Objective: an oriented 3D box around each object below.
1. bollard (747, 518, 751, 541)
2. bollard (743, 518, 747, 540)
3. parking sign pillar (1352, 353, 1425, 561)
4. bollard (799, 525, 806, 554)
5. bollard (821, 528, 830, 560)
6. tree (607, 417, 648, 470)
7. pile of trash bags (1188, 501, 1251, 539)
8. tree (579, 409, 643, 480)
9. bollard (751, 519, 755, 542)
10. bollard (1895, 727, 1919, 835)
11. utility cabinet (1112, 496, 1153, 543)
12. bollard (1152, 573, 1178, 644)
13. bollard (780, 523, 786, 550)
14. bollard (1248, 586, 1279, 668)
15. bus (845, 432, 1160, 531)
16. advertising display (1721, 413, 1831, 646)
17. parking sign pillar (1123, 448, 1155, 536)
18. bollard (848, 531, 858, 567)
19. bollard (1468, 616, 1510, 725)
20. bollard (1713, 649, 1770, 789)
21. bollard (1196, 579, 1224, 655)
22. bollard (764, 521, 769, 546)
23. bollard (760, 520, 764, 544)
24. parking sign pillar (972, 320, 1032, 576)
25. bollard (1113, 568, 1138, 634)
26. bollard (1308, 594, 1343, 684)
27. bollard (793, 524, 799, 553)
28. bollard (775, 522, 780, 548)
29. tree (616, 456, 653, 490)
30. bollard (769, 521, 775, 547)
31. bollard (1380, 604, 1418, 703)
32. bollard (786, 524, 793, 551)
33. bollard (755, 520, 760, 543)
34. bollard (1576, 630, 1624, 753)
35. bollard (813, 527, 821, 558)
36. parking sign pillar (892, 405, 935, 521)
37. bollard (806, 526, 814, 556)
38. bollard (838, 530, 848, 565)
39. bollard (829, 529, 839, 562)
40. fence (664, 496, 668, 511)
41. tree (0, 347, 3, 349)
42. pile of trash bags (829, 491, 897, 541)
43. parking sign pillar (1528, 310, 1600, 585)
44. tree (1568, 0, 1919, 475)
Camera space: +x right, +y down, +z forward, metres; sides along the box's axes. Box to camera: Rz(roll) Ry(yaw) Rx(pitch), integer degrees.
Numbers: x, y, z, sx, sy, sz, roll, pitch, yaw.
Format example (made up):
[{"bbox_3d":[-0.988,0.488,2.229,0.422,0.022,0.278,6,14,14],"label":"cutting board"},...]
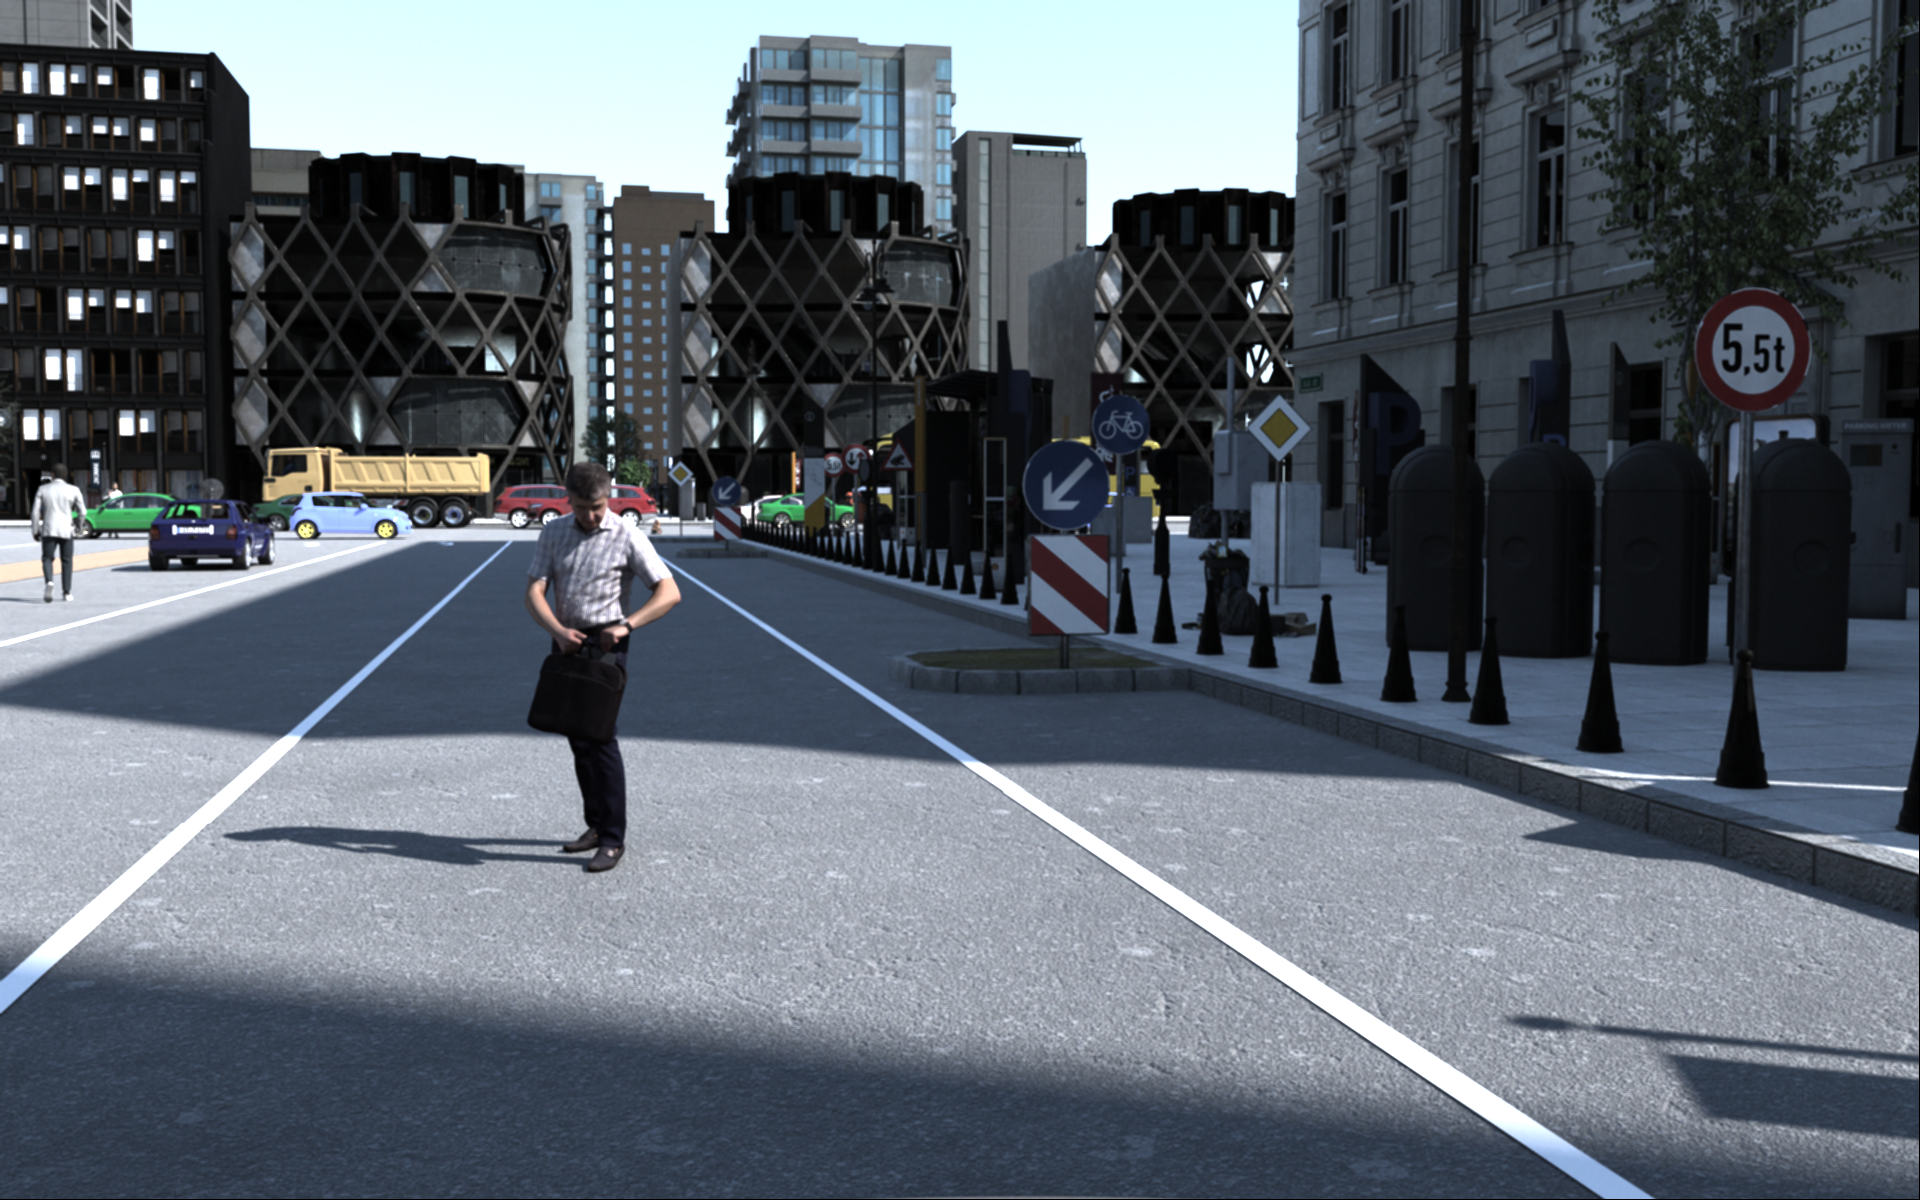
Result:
[{"bbox_3d":[-5.627,-1.910,47.273,0.229,0.601,0.229,0,3,0],"label":"bollard"},{"bbox_3d":[-5.865,-1.974,48.314,0.229,0.601,0.229,0,3,0],"label":"bollard"},{"bbox_3d":[8.352,-2.752,33.475,1.447,3.967,1.447,-2,4,-28],"label":"parking sign pillar"},{"bbox_3d":[-3.245,-1.273,36.854,0.229,0.601,0.229,0,3,0],"label":"bollard"},{"bbox_3d":[-2.527,-1.081,33.715,0.229,0.601,0.229,0,3,0],"label":"bollard"},{"bbox_3d":[-31.730,-13.173,165.746,4.360,8.622,3.978,0,3,0],"label":"tree"},{"bbox_3d":[8.370,-2.483,50.344,3.447,1.369,1.912,0,4,7],"label":"pile of trash bags"},{"bbox_3d":[-42.101,-17.326,209.037,9.928,11.665,9.643,0,3,0],"label":"tree"},{"bbox_3d":[-5.386,-1.847,46.232,0.229,0.601,0.229,0,3,0],"label":"bollard"},{"bbox_3d":[3.689,0.579,6.575,0.229,0.601,0.229,0,3,0],"label":"bollard"},{"bbox_3d":[4.480,-2.077,45.120,1.020,1.237,0.306,-1,4,-10],"label":"utility cabinet"},{"bbox_3d":[1.768,0.067,14.939,0.229,0.601,0.229,0,3,0],"label":"bollard"},{"bbox_3d":[-3.960,-1.464,39.978,0.229,0.601,0.229,0,3,0],"label":"bollard"},{"bbox_3d":[2.251,0.195,12.849,0.229,0.601,0.229,0,3,0],"label":"bollard"},{"bbox_3d":[1.681,-4.663,67.785,12.252,3.916,2.896,-1,4,-14],"label":"bus"},{"bbox_3d":[6.661,-0.549,14.190,0.123,1.923,0.974,-1,4,-21],"label":"advertising display"},{"bbox_3d":[5.337,-3.993,53.754,1.447,3.967,1.447,1,4,11],"label":"parking sign pillar"},{"bbox_3d":[-1.807,-0.889,30.577,0.229,0.601,0.229,0,3,0],"label":"bollard"},{"bbox_3d":[2.968,0.388,9.702,0.229,0.601,0.229,0,3,0],"label":"bollard"},{"bbox_3d":[3.447,0.515,7.620,0.229,0.601,0.229,0,3,0],"label":"bollard"},{"bbox_3d":[2.008,0.132,13.889,0.229,0.601,0.229,0,3,0],"label":"bollard"},{"bbox_3d":[-4.675,-1.655,43.107,0.229,0.601,0.229,0,3,0],"label":"bollard"},{"bbox_3d":[-4.914,-1.719,44.149,0.229,0.601,0.229,0,3,0],"label":"bollard"},{"bbox_3d":[0.862,-2.392,27.576,1.447,3.967,1.447,0,4,7],"label":"parking sign pillar"},{"bbox_3d":[1.531,0.004,15.981,0.229,0.601,0.229,0,3,0],"label":"bollard"},{"bbox_3d":[2.492,0.260,11.791,0.229,0.601,0.229,0,3,0],"label":"bollard"},{"bbox_3d":[-3.478,-1.337,37.896,0.229,0.601,0.229,0,3,0],"label":"bollard"},{"bbox_3d":[-4.197,-1.528,41.019,0.229,0.601,0.229,0,3,0],"label":"bollard"},{"bbox_3d":[-27.767,-10.019,147.529,4.285,4.588,4.351,0,3,0],"label":"tree"},{"bbox_3d":[-4.437,-1.592,42.066,0.229,0.601,0.229,0,3,0],"label":"bollard"},{"bbox_3d":[2.727,0.324,10.749,0.229,0.601,0.229,0,3,0],"label":"bollard"},{"bbox_3d":[-3.718,-1.400,38.937,0.229,0.601,0.229,0,3,0],"label":"bollard"},{"bbox_3d":[-5.149,-1.783,45.191,0.229,0.601,0.229,0,3,0],"label":"bollard"},{"bbox_3d":[3.207,0.451,8.661,0.229,0.601,0.229,0,3,0],"label":"bollard"},{"bbox_3d":[-2.766,-1.145,34.763,0.229,0.601,0.229,0,3,0],"label":"bollard"},{"bbox_3d":[-1.409,-3.933,52.774,1.447,3.967,1.447,0,4,1],"label":"parking sign pillar"},{"bbox_3d":[-3.003,-1.209,35.804,0.229,0.601,0.229,0,3,0],"label":"bollard"},{"bbox_3d":[-2.045,-0.953,31.618,0.229,0.601,0.229,0,3,0],"label":"bollard"},{"bbox_3d":[-2.286,-1.017,32.670,0.229,0.601,0.229,0,3,0],"label":"bollard"},{"bbox_3d":[-22.240,-7.406,132.288,0.480,1.192,2.264,1,4,17],"label":"fence"},{"bbox_3d":[-45.589,-7.951,80.367,4.360,8.622,3.978,0,3,0],"label":"tree"},{"bbox_3d":[-1.944,-2.405,49.075,1.912,1.369,3.447,-3,5,-40],"label":"pile of trash bags"},{"bbox_3d":[8.457,-2.225,24.845,1.447,3.967,1.447,1,4,14],"label":"parking sign pillar"},{"bbox_3d":[9.412,-4.338,21.287,4.737,8.622,4.395,0,3,0],"label":"tree"}]
